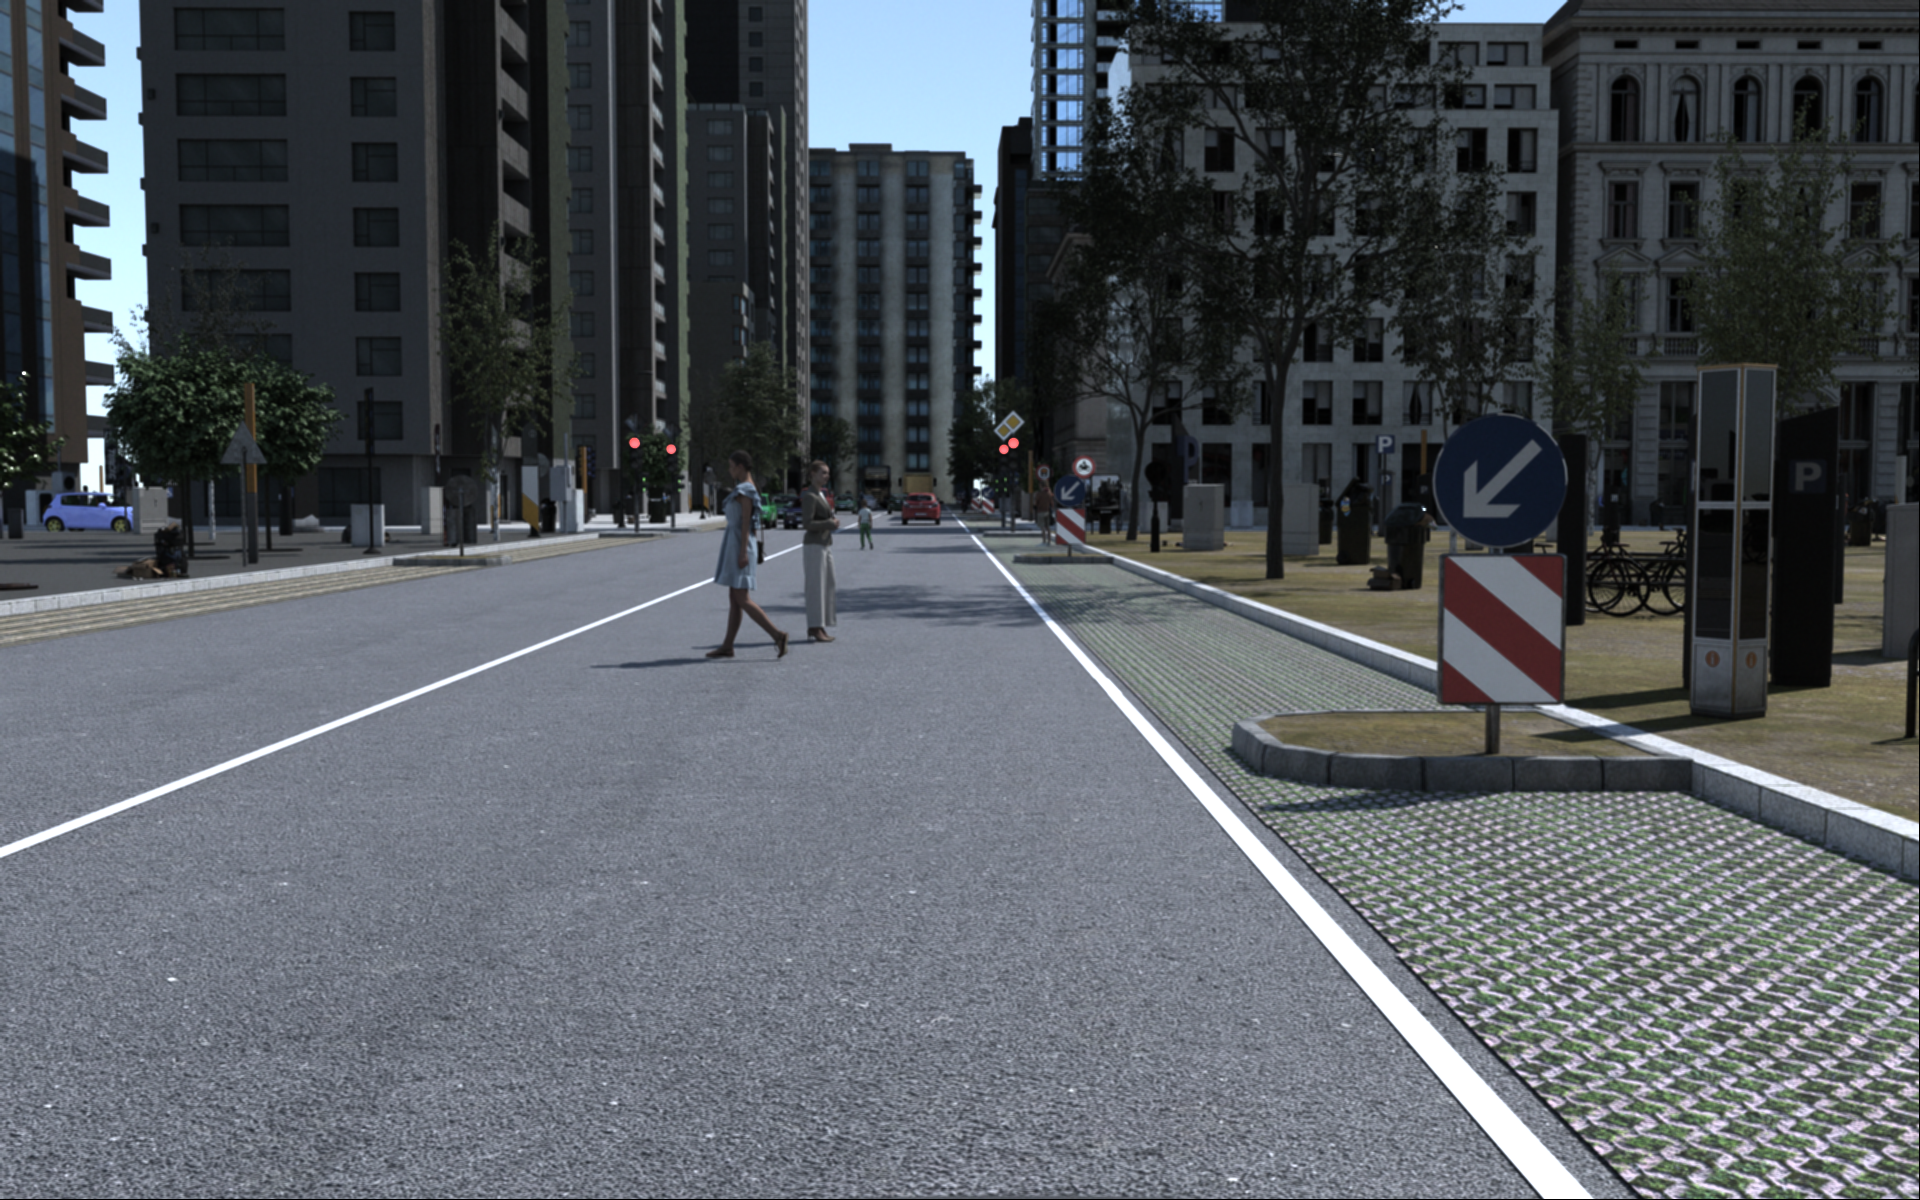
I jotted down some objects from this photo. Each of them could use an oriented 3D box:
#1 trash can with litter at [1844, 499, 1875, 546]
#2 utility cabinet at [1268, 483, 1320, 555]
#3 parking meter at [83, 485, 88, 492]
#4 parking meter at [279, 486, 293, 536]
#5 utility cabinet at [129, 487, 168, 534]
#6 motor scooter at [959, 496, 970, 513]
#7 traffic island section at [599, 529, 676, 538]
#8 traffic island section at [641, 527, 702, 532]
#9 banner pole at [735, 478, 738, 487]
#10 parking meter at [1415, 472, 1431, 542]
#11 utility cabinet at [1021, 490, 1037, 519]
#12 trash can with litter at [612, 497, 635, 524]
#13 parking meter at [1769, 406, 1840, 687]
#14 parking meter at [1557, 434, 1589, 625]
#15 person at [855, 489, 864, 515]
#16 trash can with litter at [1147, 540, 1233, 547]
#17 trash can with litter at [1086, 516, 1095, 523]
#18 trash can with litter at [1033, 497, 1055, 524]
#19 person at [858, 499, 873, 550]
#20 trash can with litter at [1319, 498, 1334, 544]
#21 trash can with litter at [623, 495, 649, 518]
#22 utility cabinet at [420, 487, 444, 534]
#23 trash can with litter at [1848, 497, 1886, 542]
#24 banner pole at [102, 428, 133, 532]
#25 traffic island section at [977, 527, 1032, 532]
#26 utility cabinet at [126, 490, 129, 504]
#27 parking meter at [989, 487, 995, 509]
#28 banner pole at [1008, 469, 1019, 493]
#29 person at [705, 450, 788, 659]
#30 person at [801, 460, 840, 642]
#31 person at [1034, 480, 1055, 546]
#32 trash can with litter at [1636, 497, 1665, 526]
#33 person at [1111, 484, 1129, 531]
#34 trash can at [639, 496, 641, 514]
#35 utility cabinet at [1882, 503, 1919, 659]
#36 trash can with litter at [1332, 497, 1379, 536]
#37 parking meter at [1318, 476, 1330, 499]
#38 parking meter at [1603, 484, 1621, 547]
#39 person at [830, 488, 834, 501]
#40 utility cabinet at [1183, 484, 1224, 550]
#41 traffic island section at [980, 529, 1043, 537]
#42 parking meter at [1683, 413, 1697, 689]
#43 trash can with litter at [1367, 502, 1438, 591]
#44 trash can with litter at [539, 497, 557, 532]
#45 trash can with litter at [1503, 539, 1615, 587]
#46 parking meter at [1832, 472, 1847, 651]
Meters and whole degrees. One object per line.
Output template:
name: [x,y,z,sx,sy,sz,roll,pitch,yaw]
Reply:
trash can with litter: [21.968,-1.916,42.716,0.624,1.170,1.055,-2,4,-32]
utility cabinet: [6.966,-1.679,36.135,0.318,1.500,1.173,-2,4,-35]
parking meter: [-59.143,-6.817,117.167,0.255,1.863,0.399,-2,4,-34]
parking meter: [-20.869,-2.764,53.598,0.372,1.533,0.369,0,3,0]
utility cabinet: [-25.762,-2.841,55.121,0.318,1.500,1.173,1,4,19]
motor scooter: [0.335,-7.312,132.335,0.815,1.314,1.986,0,4,-3]
traffic island section: [-10.837,-2.186,58.021,2.009,0.180,2.903,0,4,-1]
traffic island section: [-10.954,-2.674,66.006,2.009,0.180,2.903,0,4,-1]
banner pole: [-14.008,-7.247,108.506,0.401,3.779,0.863,0,4,5]
parking meter: [12.509,-2.515,46.829,0.399,1.863,0.255,0,4,7]
utility cabinet: [3.619,-4.736,86.117,1.173,1.500,0.318,2,4,33]
trash can with litter: [-14.357,-3.836,74.112,1.055,1.170,0.624,0,4,-4]
parking meter: [5.638,-0.361,11.617,0.399,1.863,0.255,1,4,19]
parking meter: [6.041,-0.696,17.086,0.255,1.863,0.399,2,4,24]
person: [-6.814,-6.709,118.376,0.419,1.800,0.721,-3,5,-40]
trash can with litter: [5.697,-1.932,42.644,2.233,1.210,1.678,0,4,1]
trash can with litter: [5.585,-4.051,77.620,1.055,1.170,0.624,2,4,35]
trash can with litter: [3.715,-3.909,75.303,1.055,1.170,0.624,1,4,23]
person: [-2.422,-1.941,44.484,0.306,1.304,0.590,-2,4,-29]
trash can with litter: [9.202,-2.022,44.444,0.624,1.170,1.055,0,4,-6]
trash can with litter: [-17.186,-4.926,91.595,2.233,1.210,1.678,0,4,3]
utility cabinet: [-16.731,-2.830,54.950,0.318,1.500,1.173,0,4,6]
trash can with litter: [24.609,-2.229,47.507,1.678,1.210,2.233,-2,4,-30]
banner pole: [-28.243,-4.161,58.052,0.863,3.779,0.401,0,4,-7]
traffic island section: [1.686,-2.685,66.185,2.009,0.180,2.903,0,4,-1]
utility cabinet: [-39.541,-4.511,82.433,0.318,1.500,1.173,-2,4,-25]
parking meter: [2.558,-8.096,138.080,0.255,1.863,0.399,3,5,42]
banner pole: [2.898,-6.762,100.575,0.401,3.779,0.863,2,4,25]
person: [-1.845,-0.397,15.084,0.778,1.811,0.616,1,4,15]
person: [-1.341,-0.474,16.794,0.362,1.759,0.519,1,4,9]
person: [2.304,-2.369,47.213,0.573,1.828,0.580,0,4,1]
trash can with litter: [27.342,-3.497,68.567,1.055,1.170,0.624,2,4,30]
person: [5.887,-3.386,63.983,0.709,1.813,0.853,0,4,-7]
trash can: [-19.759,-5.733,105.384,0.748,1.137,0.748,0,3,0]
utility cabinet: [7.607,-0.169,13.933,0.306,1.237,1.020,2,4,30]
trash can with litter: [12.777,-2.639,54.203,2.233,1.210,1.678,1,4,10]
parking meter: [11.749,-3.073,55.948,0.255,1.863,0.399,2,4,35]
parking meter: [15.775,-2.049,41.913,0.372,1.533,0.369,0,3,0]
person: [-8.791,-6.667,117.633,0.709,1.813,0.853,2,4,26]
utility cabinet: [5.517,-1.874,39.326,0.318,1.500,1.173,-2,4,-28]
traffic island section: [1.803,-2.197,58.201,2.009,0.180,2.903,0,4,-1]
parking meter: [4.912,-0.341,11.291,0.255,1.863,0.399,0,4,6]
trash can with litter: [5.927,-0.726,23.264,0.624,1.170,1.055,3,4,39]
trash can with litter: [-13.972,-2.870,58.312,0.624,1.170,1.055,-2,4,-30]
trash can with litter: [8.067,-0.785,23.898,2.233,1.210,1.678,0,4,4]
parking meter: [6.990,-0.356,14.234,0.372,1.533,0.369,0,3,0]
